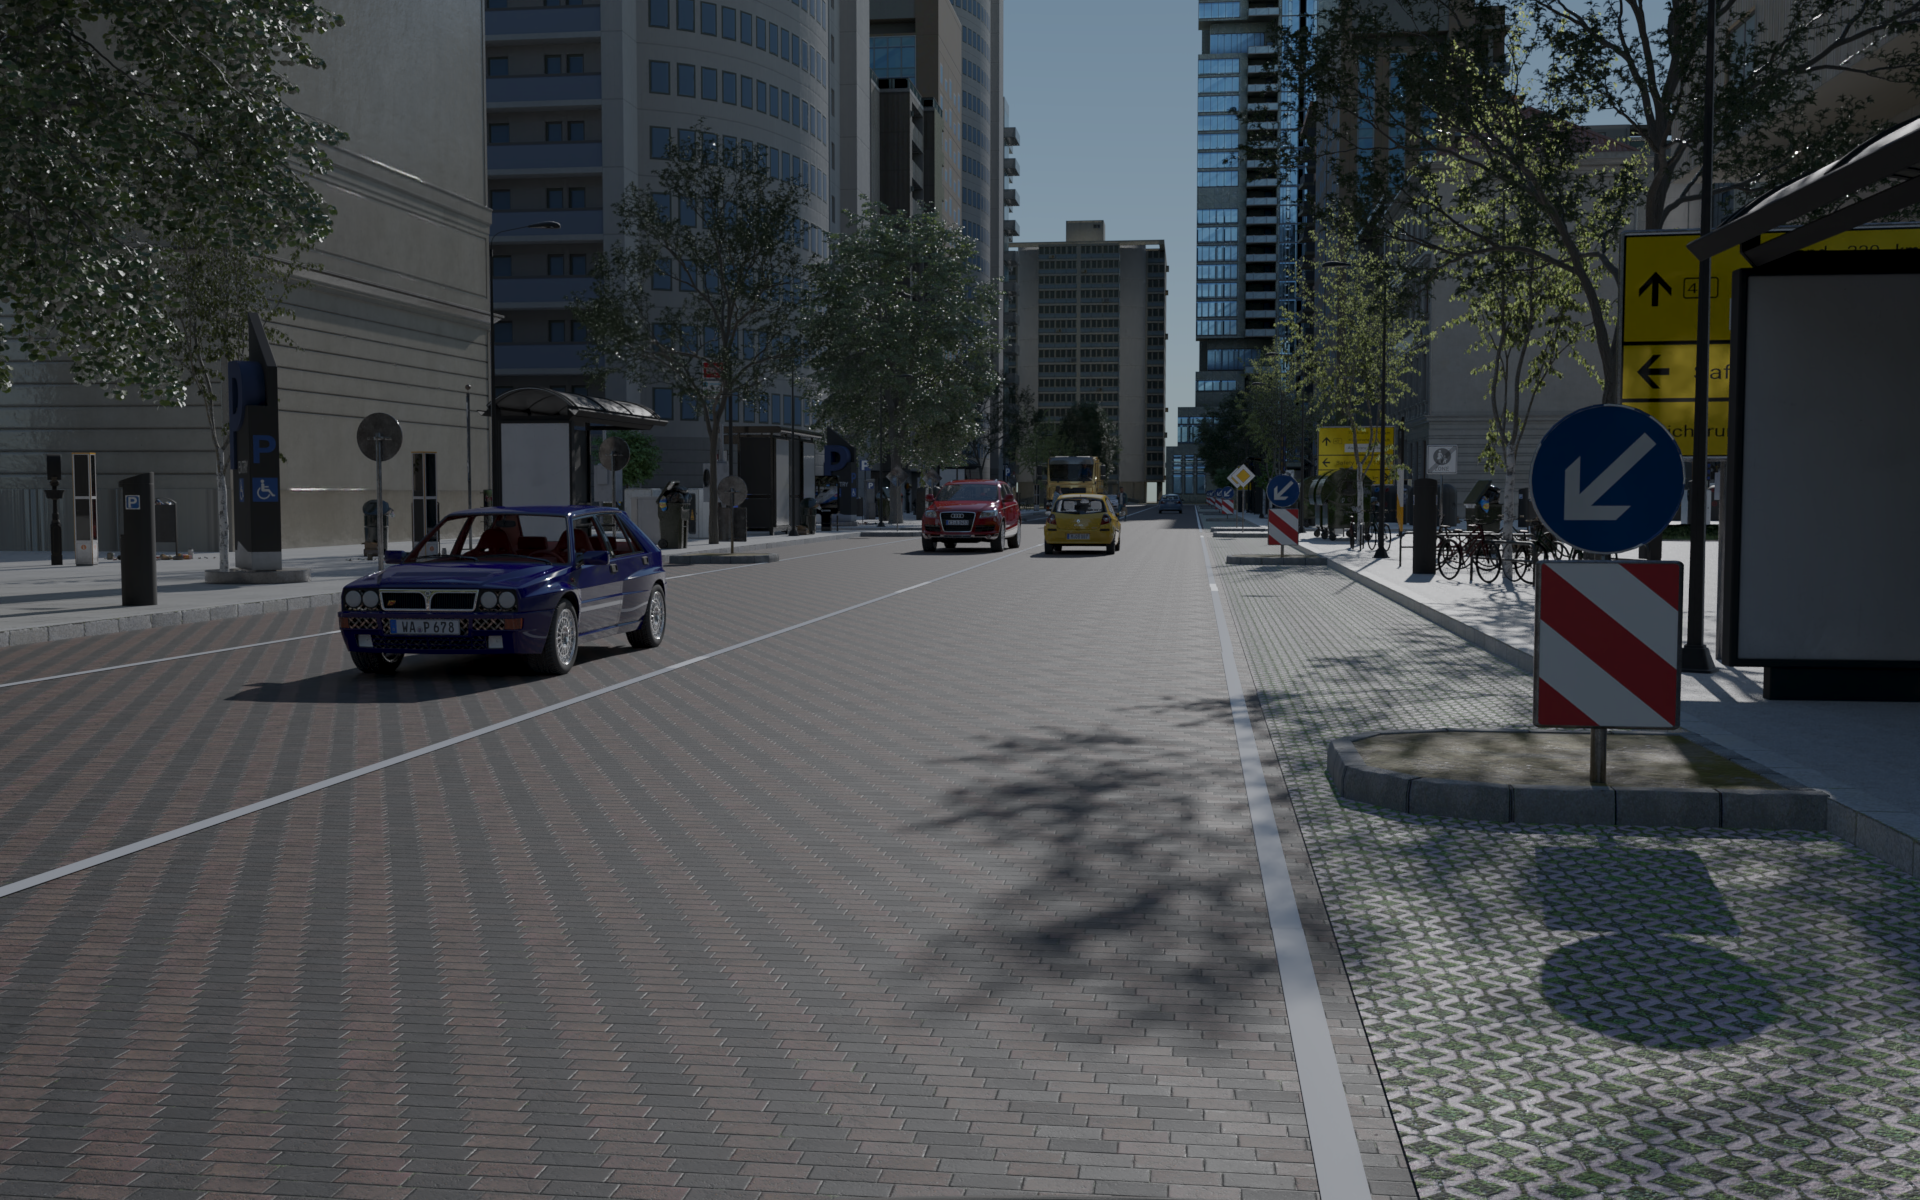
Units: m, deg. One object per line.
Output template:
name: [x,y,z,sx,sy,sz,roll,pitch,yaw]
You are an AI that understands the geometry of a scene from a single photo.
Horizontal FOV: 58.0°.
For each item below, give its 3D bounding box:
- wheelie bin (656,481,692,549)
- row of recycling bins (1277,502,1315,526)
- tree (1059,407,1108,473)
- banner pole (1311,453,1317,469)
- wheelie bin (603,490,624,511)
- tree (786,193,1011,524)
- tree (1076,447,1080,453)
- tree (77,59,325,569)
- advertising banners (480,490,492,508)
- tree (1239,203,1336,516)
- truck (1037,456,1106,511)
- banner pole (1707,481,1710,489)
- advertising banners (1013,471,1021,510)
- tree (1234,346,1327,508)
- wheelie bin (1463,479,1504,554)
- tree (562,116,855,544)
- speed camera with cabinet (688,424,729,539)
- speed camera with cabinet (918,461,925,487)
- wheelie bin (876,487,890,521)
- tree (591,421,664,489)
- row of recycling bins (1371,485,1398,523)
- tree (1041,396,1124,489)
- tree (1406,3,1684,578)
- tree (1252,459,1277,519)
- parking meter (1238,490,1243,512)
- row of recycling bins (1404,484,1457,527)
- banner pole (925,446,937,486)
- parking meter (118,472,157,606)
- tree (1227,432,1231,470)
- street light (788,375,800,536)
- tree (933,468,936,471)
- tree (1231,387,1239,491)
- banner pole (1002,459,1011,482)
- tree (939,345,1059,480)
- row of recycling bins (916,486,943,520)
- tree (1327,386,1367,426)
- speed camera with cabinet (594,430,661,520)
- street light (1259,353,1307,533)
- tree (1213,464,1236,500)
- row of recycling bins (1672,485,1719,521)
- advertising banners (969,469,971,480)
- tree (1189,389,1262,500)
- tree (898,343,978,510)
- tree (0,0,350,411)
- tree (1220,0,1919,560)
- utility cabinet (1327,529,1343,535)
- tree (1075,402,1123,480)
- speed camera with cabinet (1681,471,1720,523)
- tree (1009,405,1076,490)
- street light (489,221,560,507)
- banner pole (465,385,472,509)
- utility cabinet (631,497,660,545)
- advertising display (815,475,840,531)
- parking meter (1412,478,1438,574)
wheelie bin: [-6.706,-2.005,40.696,0.693,1.594,0.980,1,4,11]
row of recycling bins: [13.795,-3.816,69.499,1.069,1.692,3.534,3,5,42]
tree: [12.447,-15.370,185.711,7.601,10.594,8.767,2,4,30]
banner pole: [21.815,-7.120,106.426,0.863,3.779,0.401,3,5,40]
wheelie bin: [-12.092,-3.185,59.986,0.980,1.594,0.693,1,4,18]
tree: [-2.675,-10.278,74.703,9.857,13.997,8.962,0,3,0]
tree: [8.942,-12.921,161.620,4.737,8.622,4.395,0,3,0]
tree: [-12.674,-4.824,29.229,4.360,8.622,3.978,0,3,0]
advertising banners: [-12.686,-3.270,49.653,2.074,3.025,0.090,-1,4,-17]
tree: [9.959,-5.686,43.322,4.360,8.622,3.978,0,3,0]
truck: [6.085,-5.839,91.393,3.469,3.379,9.791,0,4,7]
banner pole: [53.494,-8.195,124.006,0.863,3.779,0.401,-2,4,-28]
advertising banners: [4.384,-8.401,133.546,0.090,3.025,2.074,-1,4,-14]
tree: [15.458,-8.275,85.654,4.737,8.622,4.395,0,3,0]
wheelie bin: [11.251,-1.793,37.221,0.693,1.594,0.980,0,4,-8]
tree: [-6.479,-6.691,43.806,8.767,10.594,7.601,2,4,23]
speed camera with cabinet: [-7.201,-3.368,49.406,0.660,3.252,2.038,-2,4,-28]
speed camera with cabinet: [-1.189,-5.940,91.457,2.038,3.252,0.660,1,4,12]
wheelie bin: [-3.578,-4.559,82.454,0.693,1.594,0.980,2,4,31]
tree: [-14.518,-5.584,75.012,4.285,4.588,4.351,0,3,0]
row of recycling bins: [19.348,-4.355,78.322,1.069,1.692,3.534,-1,4,-21]
tree: [14.464,-17.428,201.955,9.611,12.733,9.660,0,3,0]
tree: [8.611,-4.646,26.324,4.360,8.622,3.978,0,3,0]
tree: [16.299,-5.875,90.659,1.663,3.219,1.824,0,3,0]
parking meter: [19.614,-6.890,121.067,0.372,1.533,0.369,0,3,0]
row of recycling bins: [18.998,-3.829,69.714,1.069,1.692,3.534,0,4,-6]
banner pole: [-1.444,-6.086,89.530,0.863,3.779,0.401,-1,4,-10]
parking meter: [-9.475,-0.706,19.960,0.372,1.533,0.369,0,3,0]
tree: [18.076,-9.242,101.462,4.360,8.622,3.978,0,3,0]
street light: [-4.533,-4.889,52.475,1.470,5.913,1.316,0,4,8]
tree: [-1.595,-7.291,113.816,1.663,3.219,1.824,0,3,0]
tree: [15.169,-7.989,80.990,4.360,8.622,3.978,0,3,0]
banner pole: [3.387,-8.218,124.384,0.863,3.779,0.401,-3,4,-36]
tree: [1.432,-10.463,105.490,8.767,10.594,7.601,0,4,2]
row of recycling bins: [-1.169,-4.877,86.854,1.069,1.692,3.534,2,4,24]
tree: [24.370,-9.948,113.013,4.737,8.622,4.395,0,3,0]
speed camera with cabinet: [-10.043,-3.550,52.372,2.038,3.252,0.660,1,4,21]
street light: [10.707,-5.161,56.923,1.470,5.913,1.316,0,4,8]
tree: [29.099,-12.523,188.465,4.285,4.588,4.351,0,3,0]
row of recycling bins: [35.804,-4.663,83.350,3.534,1.692,1.069,1,4,15]
advertising banners: [0.576,-7.812,123.911,0.090,3.025,2.074,-1,4,-9]
tree: [32.820,-18.623,211.146,9.857,13.997,8.962,0,3,0]
tree: [-1.379,-8.100,82.801,4.737,8.622,4.395,0,3,0]
tree: [-10.492,-6.778,17.470,9.857,13.997,8.962,0,3,0]
tree: [7.077,-5.161,18.793,8.767,10.594,7.601,0,4,-6]
utility cabinet: [11.705,-2.778,54.105,0.318,1.500,1.173,2,4,25]
tree: [16.506,-18.066,213.507,7.486,12.596,7.792,0,3,0]
speed camera with cabinet: [30.295,-4.629,70.014,2.038,3.252,0.660,0,4,-4]
tree: [5.995,-11.683,141.386,4.737,8.622,4.395,0,3,0]
street light: [-7.492,-3.497,29.711,1.470,5.913,1.316,0,4,8]
banner pole: [-11.192,-3.023,39.444,0.401,3.779,0.863,-1,4,-12]
utility cabinet: [-7.837,-1.999,43.853,0.306,1.237,1.020,3,5,43]
advertising display: [-4.613,-3.336,59.764,0.974,1.923,0.123,1,4,22]
parking meter: [7.477,-1.189,27.854,0.372,1.533,0.369,0,3,0]
